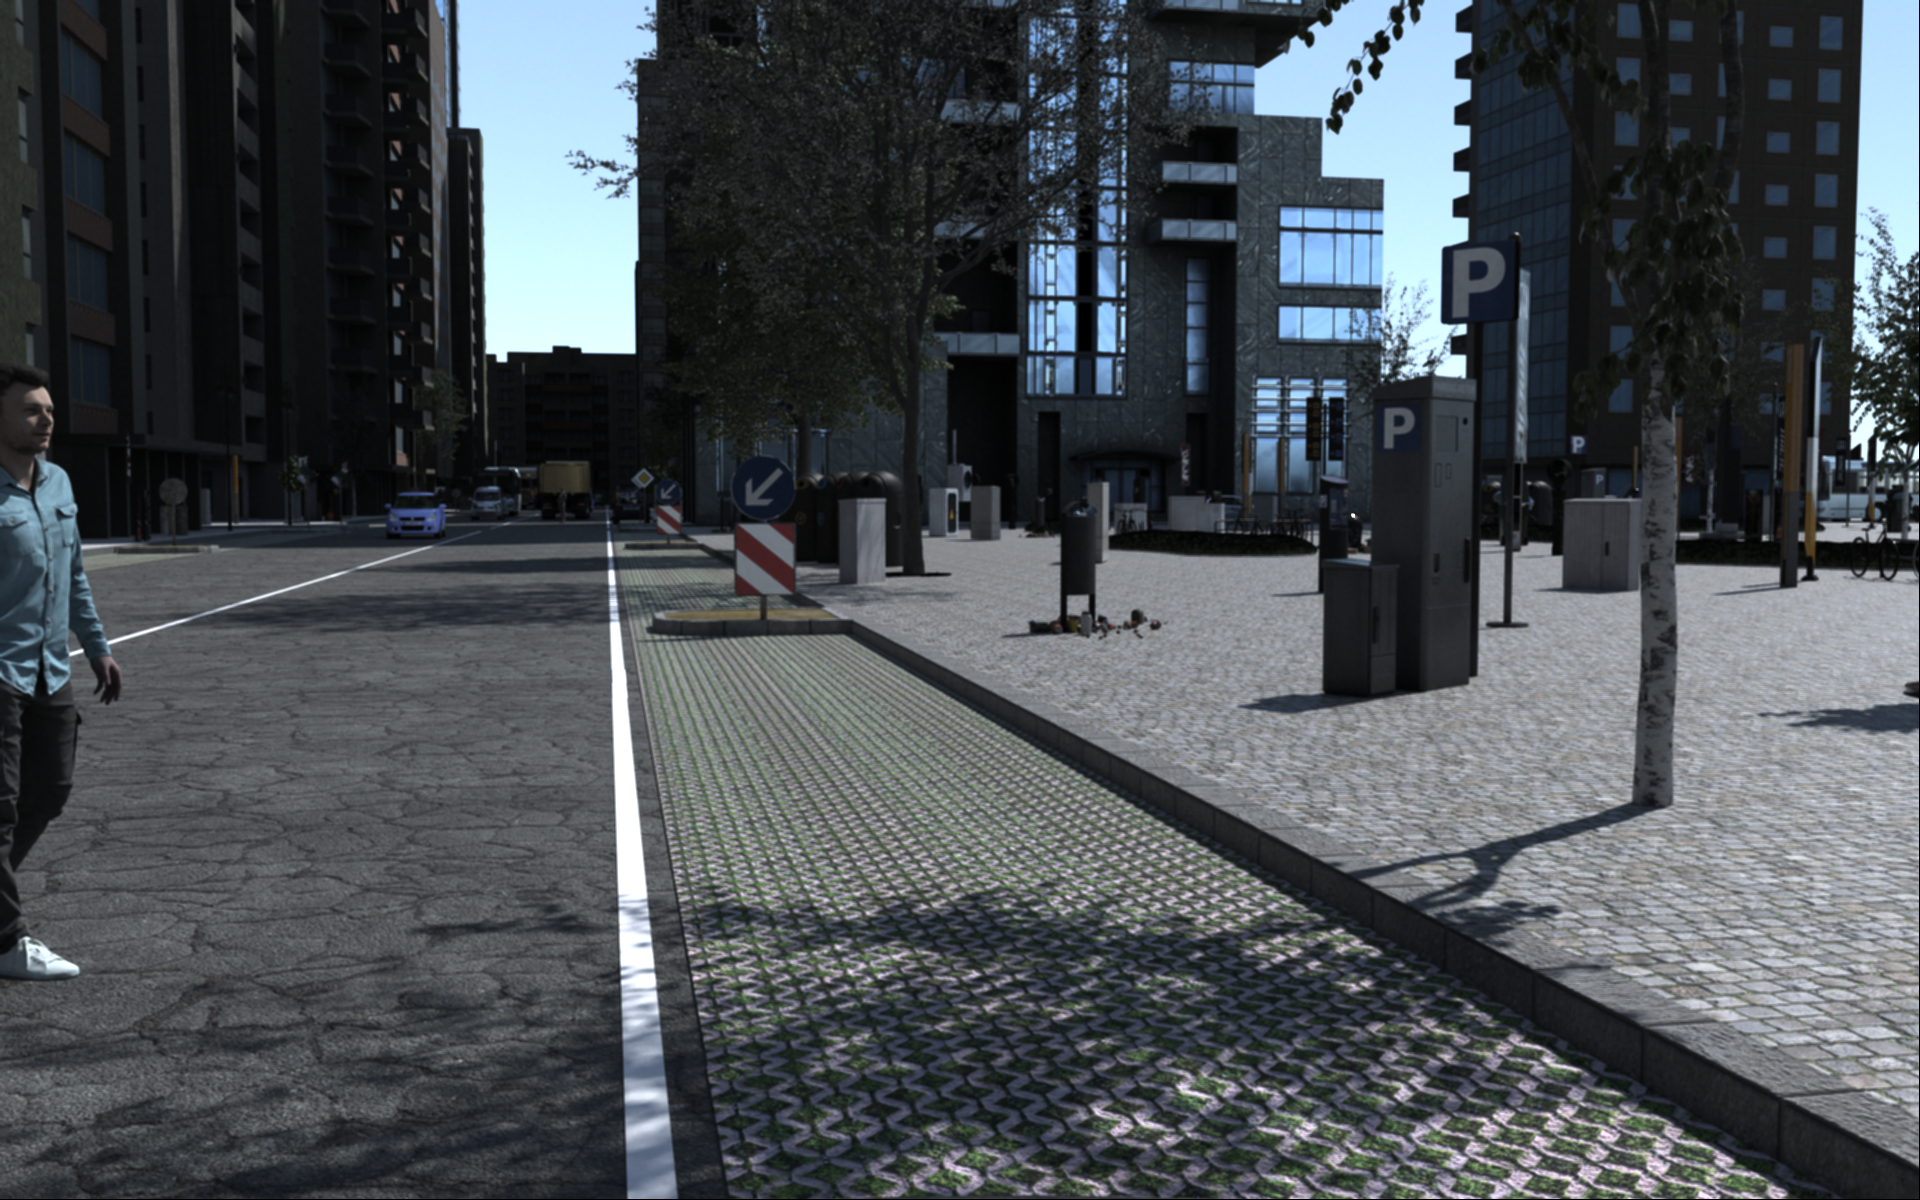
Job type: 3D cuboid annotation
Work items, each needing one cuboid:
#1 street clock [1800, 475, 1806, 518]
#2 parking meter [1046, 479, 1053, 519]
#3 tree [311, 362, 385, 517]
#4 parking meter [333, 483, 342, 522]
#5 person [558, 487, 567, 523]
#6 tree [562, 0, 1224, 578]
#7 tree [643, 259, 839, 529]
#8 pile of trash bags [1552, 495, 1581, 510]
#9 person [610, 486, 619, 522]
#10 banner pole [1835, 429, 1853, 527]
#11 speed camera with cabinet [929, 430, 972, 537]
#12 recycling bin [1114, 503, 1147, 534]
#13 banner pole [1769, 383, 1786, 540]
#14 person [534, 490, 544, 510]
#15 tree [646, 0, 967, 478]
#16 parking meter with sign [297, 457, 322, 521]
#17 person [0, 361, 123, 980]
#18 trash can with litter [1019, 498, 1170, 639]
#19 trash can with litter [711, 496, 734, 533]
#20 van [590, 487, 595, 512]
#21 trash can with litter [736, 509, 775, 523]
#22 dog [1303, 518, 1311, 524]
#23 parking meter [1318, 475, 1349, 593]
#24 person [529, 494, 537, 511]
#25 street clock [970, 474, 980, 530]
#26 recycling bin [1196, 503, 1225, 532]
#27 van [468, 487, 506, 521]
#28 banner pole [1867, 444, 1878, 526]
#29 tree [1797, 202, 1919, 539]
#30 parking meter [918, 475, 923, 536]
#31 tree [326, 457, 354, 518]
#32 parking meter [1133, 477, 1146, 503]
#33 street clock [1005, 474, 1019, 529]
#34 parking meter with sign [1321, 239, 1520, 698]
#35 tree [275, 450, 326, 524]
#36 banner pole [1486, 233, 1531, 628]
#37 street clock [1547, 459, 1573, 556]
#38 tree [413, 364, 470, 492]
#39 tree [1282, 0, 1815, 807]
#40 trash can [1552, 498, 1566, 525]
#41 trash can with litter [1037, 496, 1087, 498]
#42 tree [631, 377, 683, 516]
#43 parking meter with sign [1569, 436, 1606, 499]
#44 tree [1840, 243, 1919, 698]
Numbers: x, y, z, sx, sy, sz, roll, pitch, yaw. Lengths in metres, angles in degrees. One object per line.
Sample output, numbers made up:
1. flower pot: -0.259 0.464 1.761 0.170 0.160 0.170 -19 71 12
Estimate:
1. street clock: 31.429 -3.655 64.334 0.471 2.002 0.358 -2 4 -33
2. parking meter: 3.534 -3.844 68.560 0.255 1.863 0.399 0 4 0
3. tree: -33.842 -8.936 96.462 4.360 8.622 3.978 0 3 0
4. parking meter: -28.894 -4.567 80.383 0.255 1.863 0.399 0 4 5
5. person: -19.794 -4.720 85.949 0.520 1.790 0.573 1 4 15
6. tree: -0.860 -7.124 26.846 12.009 13.543 11.850 0 3 0
7. tree: -7.540 -7.703 60.361 7.601 10.594 8.767 0 4 -6
8. pile of trash bags: 24.544 -3.785 71.633 3.447 1.369 1.912 3 4 38
9. person: -17.249 -4.792 86.759 0.656 1.842 0.836 2 4 29
10. banner pole: 34.365 -4.730 67.351 0.401 3.779 0.863 -1 4 -21
11. speed camera with cabinet: -0.278 -3.565 52.616 0.660 3.252 2.038 1 4 23
12. recycling bin: 4.662 -2.131 47.400 0.722 1.027 0.722 -1 4 -12
13. banner pole: 18.396 -2.992 38.938 0.401 3.779 0.863 0 4 -4
14. person: -37.676 -8.975 155.379 1.348 1.807 0.705 0 4 -1
15. tree: -3.186 -7.392 38.981 7.486 12.596 7.792 0 3 0
16. parking meter with sign: -30.850 -5.259 82.251 0.543 3.016 1.738 0 4 1
17. person: -2.909 0.200 5.247 0.620 1.820 0.660 1 4 9
18. trash can with litter: 1.424 -0.332 16.484 1.678 1.210 2.233 3 4 36
19. trash can with litter: -7.636 -2.908 58.603 1.678 1.210 2.233 2 4 24
20. van: -31.104 -8.413 141.944 2.240 2.365 5.245 -1 4 -10
21. trash can with litter: -4.445 -1.678 38.828 1.055 1.170 0.624 -3 4 -37
22. dog: 15.105 -3.399 75.759 0.748 0.427 0.550 0 4 4
23. parking meter: 4.877 -0.868 22.607 0.372 1.533 0.369 0 3 0
24. person: -36.384 -8.304 147.497 0.421 1.427 0.697 3 5 42
25. street clock: 0.460 -3.472 61.339 0.471 2.002 0.358 1 4 14
26. recycling bin: 6.971 -2.182 48.230 0.722 1.027 0.722 1 4 15
27. van: -25.975 -5.400 95.307 2.013 2.044 4.112 -1 4 -11
28. banner pole: 36.483 -4.851 69.337 0.401 3.779 0.863 0 4 4
29. tree: 23.181 -5.651 42.756 4.737 8.622 4.395 0 3 0
30. parking meter: -1.202 -2.474 46.158 0.399 1.863 0.255 -1 4 -14
31. tree: -32.908 -5.933 91.609 1.663 3.219 1.824 0 3 0
32. parking meter: 6.093 -3.249 58.830 0.255 1.863 0.399 -2 4 -33
33. street clock: 1.899 -3.571 62.963 0.471 2.002 0.358 -3 4 -38
34. parking meter with sign: 3.050 -0.933 11.512 0.543 3.016 1.738 3 5 43
35. tree: -29.009 -4.934 75.267 1.663 3.219 1.824 0 3 0
36. banner pole: 5.434 -1.644 16.896 0.401 3.779 0.863 2 4 31
37. street clock: 12.506 -1.932 36.165 0.471 2.002 0.358 3 5 44
38. tree: -41.297 -12.667 132.865 9.928 11.665 9.643 0 3 0
39. tree: 2.632 -3.458 6.906 4.360 8.622 3.978 0 3 0
40. trash can: 22.259 -3.248 64.755 0.748 1.137 0.748 0 3 0
41. trash can with litter: 2.604 -2.495 51.856 1.678 1.210 2.233 1 4 20
42. tree: -16.321 -9.311 102.597 4.737 8.622 4.395 0 3 0
43. parking meter with sign: 18.610 -3.345 50.959 0.543 3.016 1.738 -1 4 -12
44. tree: 6.424 -0.995 10.869 1.663 3.219 1.824 0 3 0
